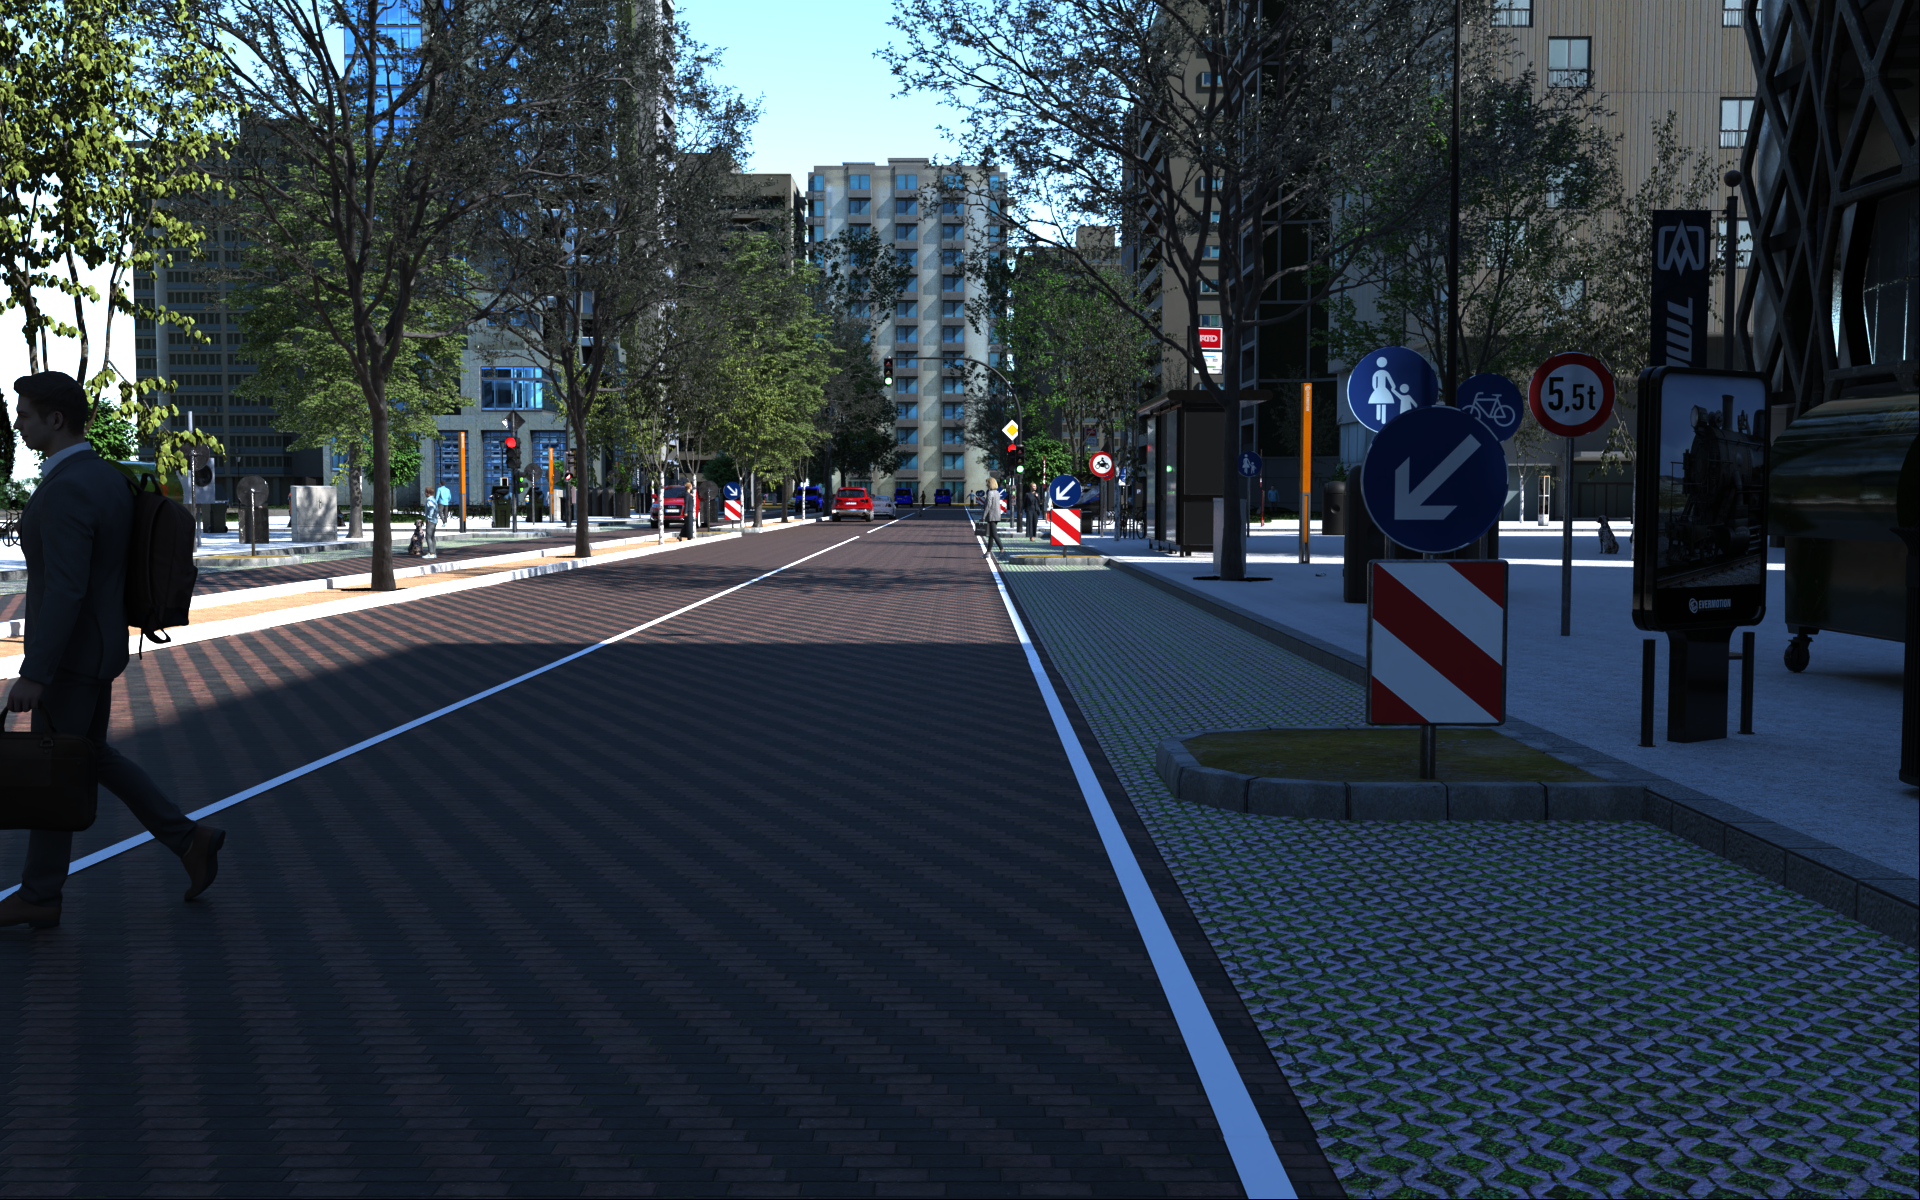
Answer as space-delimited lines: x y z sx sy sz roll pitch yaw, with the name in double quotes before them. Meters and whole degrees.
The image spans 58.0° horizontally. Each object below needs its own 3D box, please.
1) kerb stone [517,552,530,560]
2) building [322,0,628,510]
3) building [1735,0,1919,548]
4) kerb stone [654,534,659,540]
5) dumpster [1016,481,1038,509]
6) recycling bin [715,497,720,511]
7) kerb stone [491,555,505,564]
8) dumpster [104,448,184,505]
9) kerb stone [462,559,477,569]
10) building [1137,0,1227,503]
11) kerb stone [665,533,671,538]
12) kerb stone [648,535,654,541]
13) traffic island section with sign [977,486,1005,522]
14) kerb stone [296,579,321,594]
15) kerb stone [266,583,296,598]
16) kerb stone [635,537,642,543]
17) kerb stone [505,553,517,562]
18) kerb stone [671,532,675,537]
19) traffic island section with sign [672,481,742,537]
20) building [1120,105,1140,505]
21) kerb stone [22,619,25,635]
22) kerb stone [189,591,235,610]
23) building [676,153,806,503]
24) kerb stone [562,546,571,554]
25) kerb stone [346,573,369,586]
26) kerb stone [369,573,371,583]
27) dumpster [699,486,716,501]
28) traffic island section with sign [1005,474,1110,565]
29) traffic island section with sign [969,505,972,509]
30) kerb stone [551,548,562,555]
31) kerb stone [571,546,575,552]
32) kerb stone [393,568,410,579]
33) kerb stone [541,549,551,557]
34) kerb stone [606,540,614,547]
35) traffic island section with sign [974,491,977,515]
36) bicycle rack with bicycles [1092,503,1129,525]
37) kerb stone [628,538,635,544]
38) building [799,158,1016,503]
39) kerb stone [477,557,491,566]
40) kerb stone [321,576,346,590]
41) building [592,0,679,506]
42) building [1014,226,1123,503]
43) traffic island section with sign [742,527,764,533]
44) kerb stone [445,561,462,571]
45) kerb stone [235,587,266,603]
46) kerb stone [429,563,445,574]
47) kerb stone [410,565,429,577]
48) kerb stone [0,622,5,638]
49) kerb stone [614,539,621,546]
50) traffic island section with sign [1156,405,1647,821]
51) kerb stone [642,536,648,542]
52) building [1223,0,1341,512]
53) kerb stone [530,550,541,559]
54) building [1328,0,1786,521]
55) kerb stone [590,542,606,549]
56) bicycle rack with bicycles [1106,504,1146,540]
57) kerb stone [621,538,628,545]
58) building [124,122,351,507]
"kerb stone" -9.544 -0.932 37.434 0.120 0.150 1.000 0 3 0
"building" -42.225 -51.478 154.336 22.319 86.520 31.000 0 3 0
"building" 26.036 -10.250 35.039 16.820 18.784 16.811 0 3 0
"kerb stone" -9.550 -1.930 53.826 0.120 0.150 1.000 0 3 0
"dumpster" 4.317 -6.625 110.809 1.502 2.255 1.985 0 3 0
"recycling bin" -18.970 -7.489 135.002 0.722 1.027 0.722 1 4 19
"kerb stone" -9.543 -0.802 35.380 0.120 0.150 1.000 0 3 0
"dumpster" -17.426 -2.066 36.267 1.502 2.255 1.985 0 3 0
"kerb stone" -9.538 -0.679 33.327 0.120 0.150 1.000 0 3 0
"building" 28.533 -32.976 162.867 21.300 48.544 21.600 0 3 0
"kerb stone" -9.551 -2.057 55.879 0.120 0.150 1.000 0 3 0
"kerb stone" -9.557 -1.872 52.800 0.120 0.150 1.000 0 3 0
"traffic island section with sign" 1.997 -4.993 90.257 1.989 1.847 2.006 0 3 0
"kerb stone" -9.553 -0.180 25.138 0.120 0.150 1.000 0 3 0
"kerb stone" -9.540 -0.117 24.112 0.120 0.150 1.000 0 3 0
"kerb stone" -9.546 -1.746 50.750 0.120 0.150 1.000 0 3 0
"kerb stone" -9.547 -0.866 36.405 0.120 0.150 1.000 0 3 0
"kerb stone" -9.549 -2.123 56.901 0.120 0.150 1.000 0 3 0
"traffic island section with sign" -8.496 -3.044 57.909 2.006 1.907 1.989 0 3 0
"building" 25.733 -33.341 195.234 14.600 45.320 14.200 0 3 0
"kerb stone" -9.549 0.259 17.968 0.120 0.150 1.000 0 3 0
"kerb stone" -9.538 0.010 22.067 0.120 0.150 1.000 0 3 0
"building" -33.585 -38.215 248.518 21.600 48.544 21.300 0 3 0
"kerb stone" -9.549 -1.176 41.523 0.120 0.150 1.000 0 3 0
"kerb stone" -9.543 -0.305 27.182 0.120 0.150 1.000 0 3 0
"kerb stone" -9.555 -0.363 28.204 0.120 0.150 1.000 0 3 0
"dumpster" -17.733 -7.023 120.592 1.264 1.857 1.865 0 3 0
"traffic island section with sign" 2.003 -1.640 35.447 1.989 1.847 2.006 0 3 0
"traffic island section with sign" 1.967 -11.379 194.668 1.989 1.847 2.006 0 3 0
"kerb stone" -9.552 -1.120 40.501 0.120 0.150 1.000 0 3 0
"kerb stone" -9.552 -1.245 42.545 0.120 0.150 1.000 0 3 0
"kerb stone" -9.548 -0.430 29.226 0.120 0.150 1.000 0 3 0
"kerb stone" -9.550 -1.057 39.479 0.120 0.150 1.000 0 3 0
"kerb stone" -9.551 -1.491 46.646 0.120 0.150 1.000 0 3 0
"traffic island section with sign" 1.989 -6.674 117.753 1.989 1.847 2.006 0 3 0
"bicycle rack with bicycles" 6.769 -3.572 71.788 2.925 0.926 2.852 3 5 42
"kerb stone" -9.546 -1.684 49.728 0.120 0.150 1.000 0 3 0
"building" -7.416 -38.504 249.155 30.456 49.044 23.786 0 3 0
"kerb stone" -9.544 -0.743 34.352 0.120 0.150 1.000 0 3 0
"kerb stone" -9.545 -0.242 26.160 0.120 0.150 1.000 0 3 0
"building" -46.007 -39.701 191.102 28.212 58.520 21.231 0 3 0
"building" 19.808 -34.369 253.810 23.993 40.220 32.217 0 3 0
"traffic island section with sign" -8.488 -3.497 65.317 2.006 1.907 1.989 0 3 0
"kerb stone" -9.548 -0.618 32.305 0.120 0.150 1.000 0 3 0
"kerb stone" -9.543 -0.055 23.090 0.120 0.150 1.000 0 3 0
"kerb stone" -9.549 -0.556 31.279 0.120 0.150 1.000 0 3 0
"kerb stone" -9.540 -0.493 30.257 0.120 0.150 1.000 0 3 0
"kerb stone" -9.539 0.321 16.943 0.120 0.150 1.000 0 3 0
"kerb stone" -9.552 -1.558 47.667 0.120 0.150 1.000 0 3 0
"traffic island section with sign" 2.009 0.008 8.491 1.989 1.847 2.006 0 3 0
"kerb stone" -9.544 -1.803 51.778 0.120 0.150 1.000 0 3 0
"building" 28.518 -41.889 123.130 20.563 71.187 20.611 0 3 0
"kerb stone" -9.539 -0.995 38.457 0.120 0.150 1.000 0 3 0
"building" 35.424 -30.713 91.391 27.495 52.752 28.713 0 3 0
"kerb stone" -9.545 -1.433 45.620 0.120 0.150 1.000 0 3 0
"bicycle rack with bicycles" 5.671 -2.208 49.488 2.852 0.926 2.925 0 4 3
"kerb stone" -9.552 -1.621 48.698 0.120 0.150 1.000 0 3 0
"building" -72.108 -30.182 185.363 23.993 40.220 32.217 0 3 0
